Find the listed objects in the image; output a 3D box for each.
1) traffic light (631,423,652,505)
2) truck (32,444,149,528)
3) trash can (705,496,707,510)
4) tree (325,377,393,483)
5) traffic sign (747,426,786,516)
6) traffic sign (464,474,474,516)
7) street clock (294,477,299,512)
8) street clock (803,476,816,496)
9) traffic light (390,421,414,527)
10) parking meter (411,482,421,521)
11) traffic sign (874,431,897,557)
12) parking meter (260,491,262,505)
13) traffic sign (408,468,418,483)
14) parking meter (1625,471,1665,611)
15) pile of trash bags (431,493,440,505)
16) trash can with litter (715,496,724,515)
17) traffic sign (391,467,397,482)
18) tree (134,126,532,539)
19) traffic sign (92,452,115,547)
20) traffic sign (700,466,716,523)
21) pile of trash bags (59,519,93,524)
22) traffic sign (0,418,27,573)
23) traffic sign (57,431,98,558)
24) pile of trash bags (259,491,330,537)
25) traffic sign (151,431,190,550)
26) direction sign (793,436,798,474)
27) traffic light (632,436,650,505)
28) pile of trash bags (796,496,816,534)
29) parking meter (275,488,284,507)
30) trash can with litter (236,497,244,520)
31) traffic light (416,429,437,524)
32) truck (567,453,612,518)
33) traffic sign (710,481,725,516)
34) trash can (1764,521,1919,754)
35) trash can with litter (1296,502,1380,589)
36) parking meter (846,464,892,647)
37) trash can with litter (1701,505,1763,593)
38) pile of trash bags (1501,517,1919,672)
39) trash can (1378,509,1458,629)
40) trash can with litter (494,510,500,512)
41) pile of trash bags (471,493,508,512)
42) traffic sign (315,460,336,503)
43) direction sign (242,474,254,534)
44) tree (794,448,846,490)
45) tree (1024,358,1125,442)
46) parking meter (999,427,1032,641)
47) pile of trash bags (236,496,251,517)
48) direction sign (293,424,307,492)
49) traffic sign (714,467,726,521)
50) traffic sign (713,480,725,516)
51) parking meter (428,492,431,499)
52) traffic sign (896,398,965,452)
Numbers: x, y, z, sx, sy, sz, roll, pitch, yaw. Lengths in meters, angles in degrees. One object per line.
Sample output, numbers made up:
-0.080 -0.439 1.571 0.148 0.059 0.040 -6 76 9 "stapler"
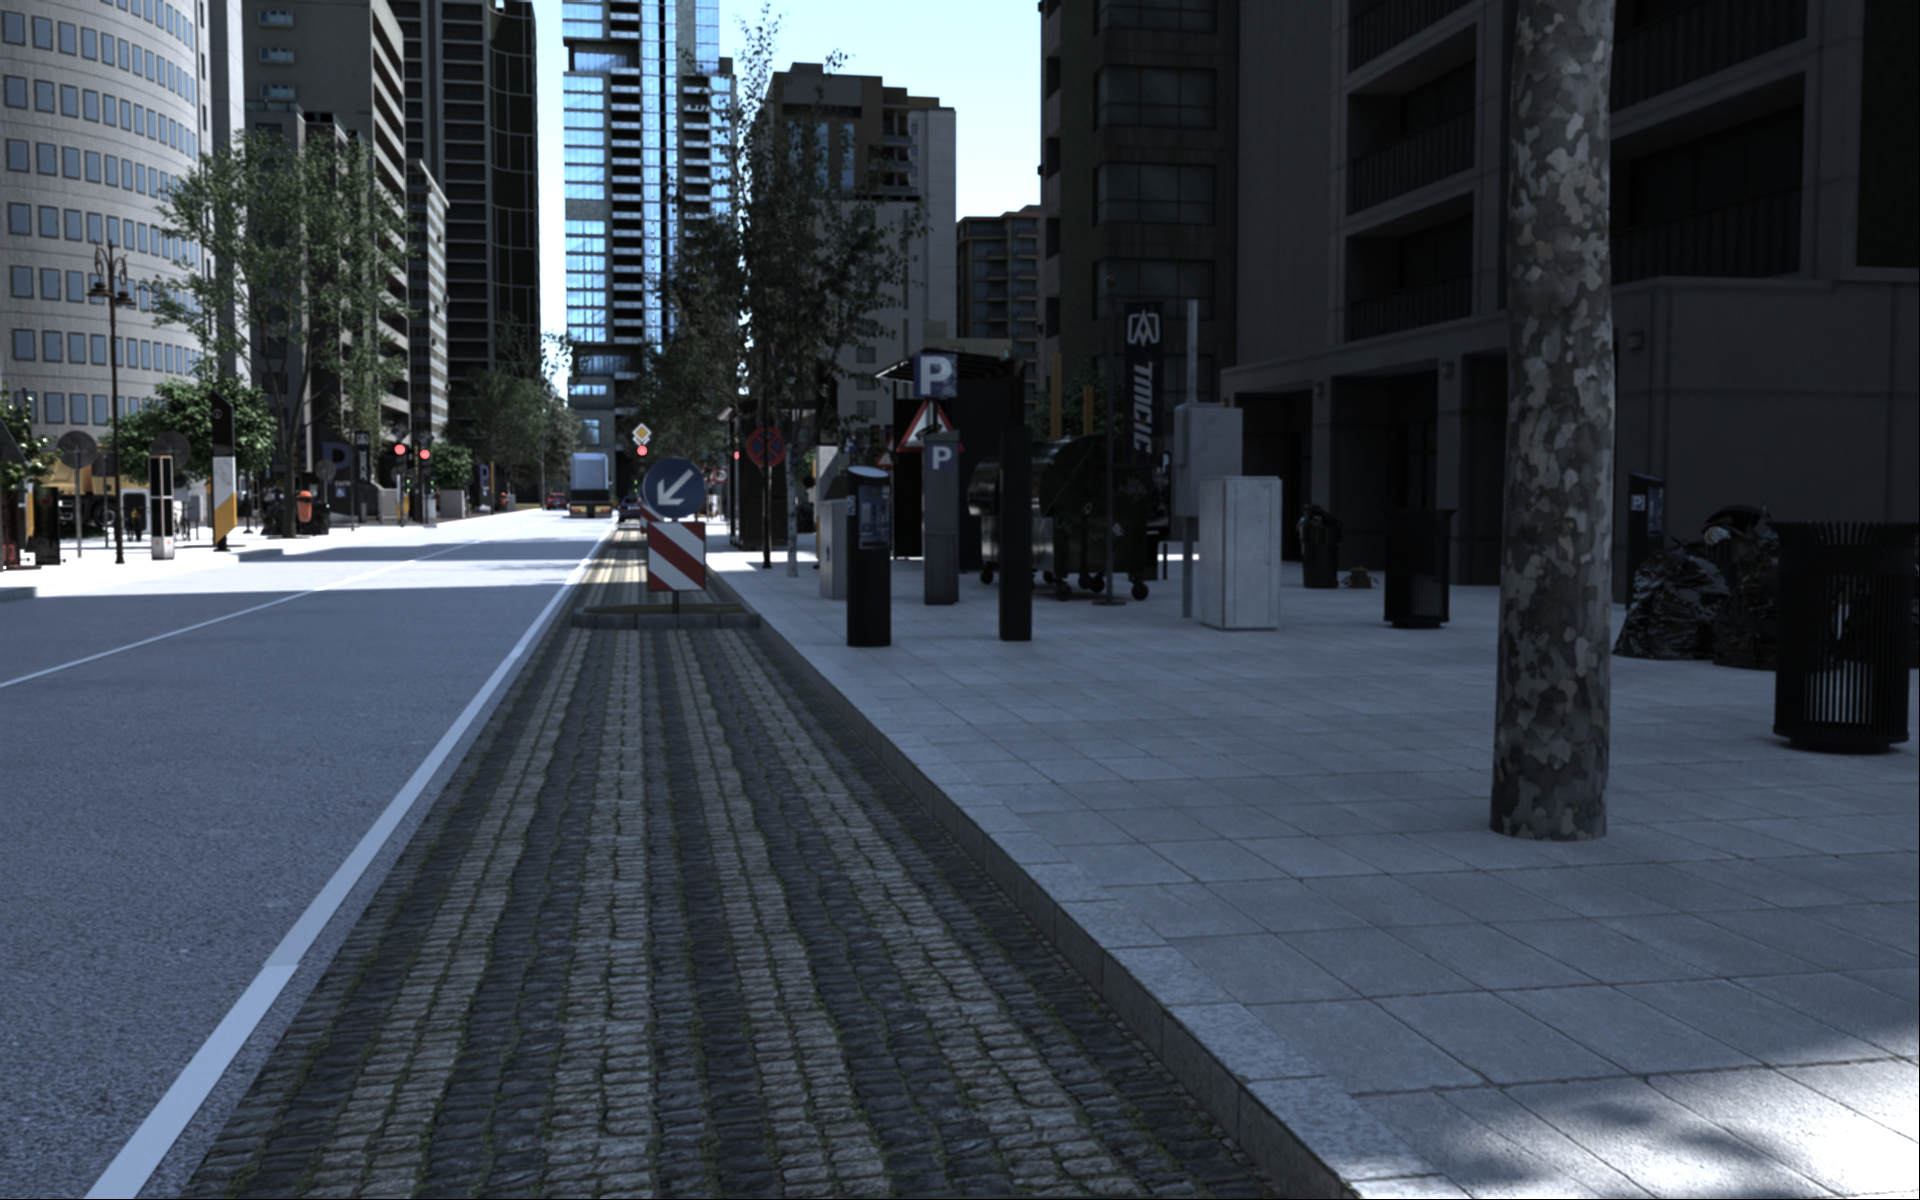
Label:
-12.509 -4.844 68.118 0.839 4.253 0.868 -1 4 -11 "traffic light"
-35.019 -4.364 67.274 9.791 3.379 3.469 -1 4 -10 "truck"
-17.477 -6.508 118.052 0.748 1.137 0.748 0 3 0 "trash can"
-35.181 -9.284 102.157 4.737 8.622 4.395 0 3 0 "tree"
-3.604 -1.979 32.466 0.768 2.556 0.104 0 4 -1 "traffic sign"
-28.564 -6.132 100.357 0.768 2.556 0.104 0 4 -4 "traffic sign"
-28.203 -4.216 73.505 0.358 2.002 0.471 2 4 30 "street clock"
-5.944 -3.913 68.544 0.471 2.002 0.358 1 4 17 "street clock"
-21.412 -4.741 66.439 0.839 4.253 0.868 -1 4 -11 "traffic light"
-25.552 -4.626 81.349 0.255 1.863 0.399 3 5 44 "parking meter"
-1.355 -2.165 35.397 0.884 2.594 0.081 -1 4 -10 "traffic sign"
-44.522 -6.256 110.694 0.372 1.533 0.369 0 3 0 "parking meter"
-26.510 -5.135 84.057 0.768 2.556 0.104 0 4 -2 "traffic sign"
7.507 -0.646 18.975 0.372 1.533 0.369 0 3 0 "parking meter"
-40.171 -7.411 130.927 3.447 1.369 1.912 3 5 41 "pile of trash bags"
-14.414 -5.708 104.718 0.624 1.170 1.055 1 4 15 "trash can with litter"
-25.060 -4.729 77.432 0.768 2.556 0.104 0 4 -5 "traffic sign"
-19.243 -7.560 49.360 9.928 11.665 9.643 0 3 0 "tree"
-20.615 -2.426 41.788 0.606 2.300 0.079 0 4 -8 "traffic sign"
-11.361 -4.762 77.964 0.768 2.556 0.104 0 4 -4 "traffic sign"
-39.259 -3.976 74.762 3.447 1.369 1.912 1 4 10 "pile of trash bags"
-15.674 -1.727 28.248 0.884 2.594 0.081 0 4 -1 "traffic sign"
-17.700 -2.119 34.747 0.768 2.556 0.104 -1 4 -9 "traffic sign"
-20.411 -2.670 53.413 1.912 1.369 3.447 -2 4 -29 "pile of trash bags"
-15.925 -2.132 34.967 0.768 2.556 0.104 0 4 -3 "traffic sign"
-6.775 -4.627 67.651 0.876 3.537 0.379 -1 4 -13 "direction sign"
-13.980 -5.324 75.966 0.839 4.253 0.868 -1 4 -11 "traffic light"
-5.655 -2.835 56.109 1.912 1.369 3.447 0 4 6 "pile of trash bags"
-28.973 -3.996 73.752 0.372 1.533 0.369 0 3 0 "parking meter"
-36.315 -4.553 85.495 1.678 1.210 2.233 2 4 30 "trash can with litter"
-22.884 -5.221 74.288 0.839 4.253 0.868 -1 4 -11 "traffic light"
-23.292 -7.293 108.997 2.967 4.110 18.799 -1 4 -12 "truck"
-14.448 -6.311 103.184 0.884 2.594 0.081 -1 4 -9 "traffic sign"
4.448 0.179 8.726 0.748 1.137 0.748 0 3 0 "trash can"
5.166 -0.753 23.691 1.055 1.170 0.624 0 4 1 "trash can with litter"
-0.771 -0.380 14.631 0.372 1.533 0.369 0 3 0 "parking meter"
7.644 -0.372 17.477 0.624 1.170 1.055 0 4 2 "trash can with litter"
5.748 -0.213 13.228 3.447 1.369 1.912 -1 4 -13 "pile of trash bags"
4.394 -0.305 16.647 0.748 1.137 0.748 0 3 0 "trash can"
-32.888 -6.756 121.514 2.233 1.210 1.678 -3 5 -43 "trash can with litter"
-33.928 -7.141 126.502 1.912 1.369 3.447 -3 4 -36 "pile of trash bags"
-23.495 -3.917 64.144 0.768 2.556 0.104 0 4 -2 "traffic sign"
-23.222 -3.939 56.401 0.379 3.537 0.876 -2 4 -29 "direction sign"
-10.240 -8.447 121.828 4.285 4.588 4.351 0 3 0 "tree"
3.167 -3.562 41.951 4.285 4.588 4.351 0 3 0 "tree"
0.488 -0.582 15.230 0.255 1.863 0.399 0 4 -5 "parking meter"
-40.223 -5.278 96.048 1.912 1.369 3.447 1 4 10 "pile of trash bags"
-21.537 -3.945 56.495 0.876 3.537 0.379 3 5 39 "direction sign"
-11.212 -4.958 81.176 0.768 2.556 0.104 0 4 -4 "traffic sign"
-14.226 -6.257 102.406 0.768 2.556 0.104 0 4 -2 "traffic sign"
-33.522 -6.163 109.177 0.372 1.533 0.369 0 3 0 "parking meter"
-0.378 -1.345 21.992 0.884 2.594 0.081 -1 4 -8 "traffic sign"
